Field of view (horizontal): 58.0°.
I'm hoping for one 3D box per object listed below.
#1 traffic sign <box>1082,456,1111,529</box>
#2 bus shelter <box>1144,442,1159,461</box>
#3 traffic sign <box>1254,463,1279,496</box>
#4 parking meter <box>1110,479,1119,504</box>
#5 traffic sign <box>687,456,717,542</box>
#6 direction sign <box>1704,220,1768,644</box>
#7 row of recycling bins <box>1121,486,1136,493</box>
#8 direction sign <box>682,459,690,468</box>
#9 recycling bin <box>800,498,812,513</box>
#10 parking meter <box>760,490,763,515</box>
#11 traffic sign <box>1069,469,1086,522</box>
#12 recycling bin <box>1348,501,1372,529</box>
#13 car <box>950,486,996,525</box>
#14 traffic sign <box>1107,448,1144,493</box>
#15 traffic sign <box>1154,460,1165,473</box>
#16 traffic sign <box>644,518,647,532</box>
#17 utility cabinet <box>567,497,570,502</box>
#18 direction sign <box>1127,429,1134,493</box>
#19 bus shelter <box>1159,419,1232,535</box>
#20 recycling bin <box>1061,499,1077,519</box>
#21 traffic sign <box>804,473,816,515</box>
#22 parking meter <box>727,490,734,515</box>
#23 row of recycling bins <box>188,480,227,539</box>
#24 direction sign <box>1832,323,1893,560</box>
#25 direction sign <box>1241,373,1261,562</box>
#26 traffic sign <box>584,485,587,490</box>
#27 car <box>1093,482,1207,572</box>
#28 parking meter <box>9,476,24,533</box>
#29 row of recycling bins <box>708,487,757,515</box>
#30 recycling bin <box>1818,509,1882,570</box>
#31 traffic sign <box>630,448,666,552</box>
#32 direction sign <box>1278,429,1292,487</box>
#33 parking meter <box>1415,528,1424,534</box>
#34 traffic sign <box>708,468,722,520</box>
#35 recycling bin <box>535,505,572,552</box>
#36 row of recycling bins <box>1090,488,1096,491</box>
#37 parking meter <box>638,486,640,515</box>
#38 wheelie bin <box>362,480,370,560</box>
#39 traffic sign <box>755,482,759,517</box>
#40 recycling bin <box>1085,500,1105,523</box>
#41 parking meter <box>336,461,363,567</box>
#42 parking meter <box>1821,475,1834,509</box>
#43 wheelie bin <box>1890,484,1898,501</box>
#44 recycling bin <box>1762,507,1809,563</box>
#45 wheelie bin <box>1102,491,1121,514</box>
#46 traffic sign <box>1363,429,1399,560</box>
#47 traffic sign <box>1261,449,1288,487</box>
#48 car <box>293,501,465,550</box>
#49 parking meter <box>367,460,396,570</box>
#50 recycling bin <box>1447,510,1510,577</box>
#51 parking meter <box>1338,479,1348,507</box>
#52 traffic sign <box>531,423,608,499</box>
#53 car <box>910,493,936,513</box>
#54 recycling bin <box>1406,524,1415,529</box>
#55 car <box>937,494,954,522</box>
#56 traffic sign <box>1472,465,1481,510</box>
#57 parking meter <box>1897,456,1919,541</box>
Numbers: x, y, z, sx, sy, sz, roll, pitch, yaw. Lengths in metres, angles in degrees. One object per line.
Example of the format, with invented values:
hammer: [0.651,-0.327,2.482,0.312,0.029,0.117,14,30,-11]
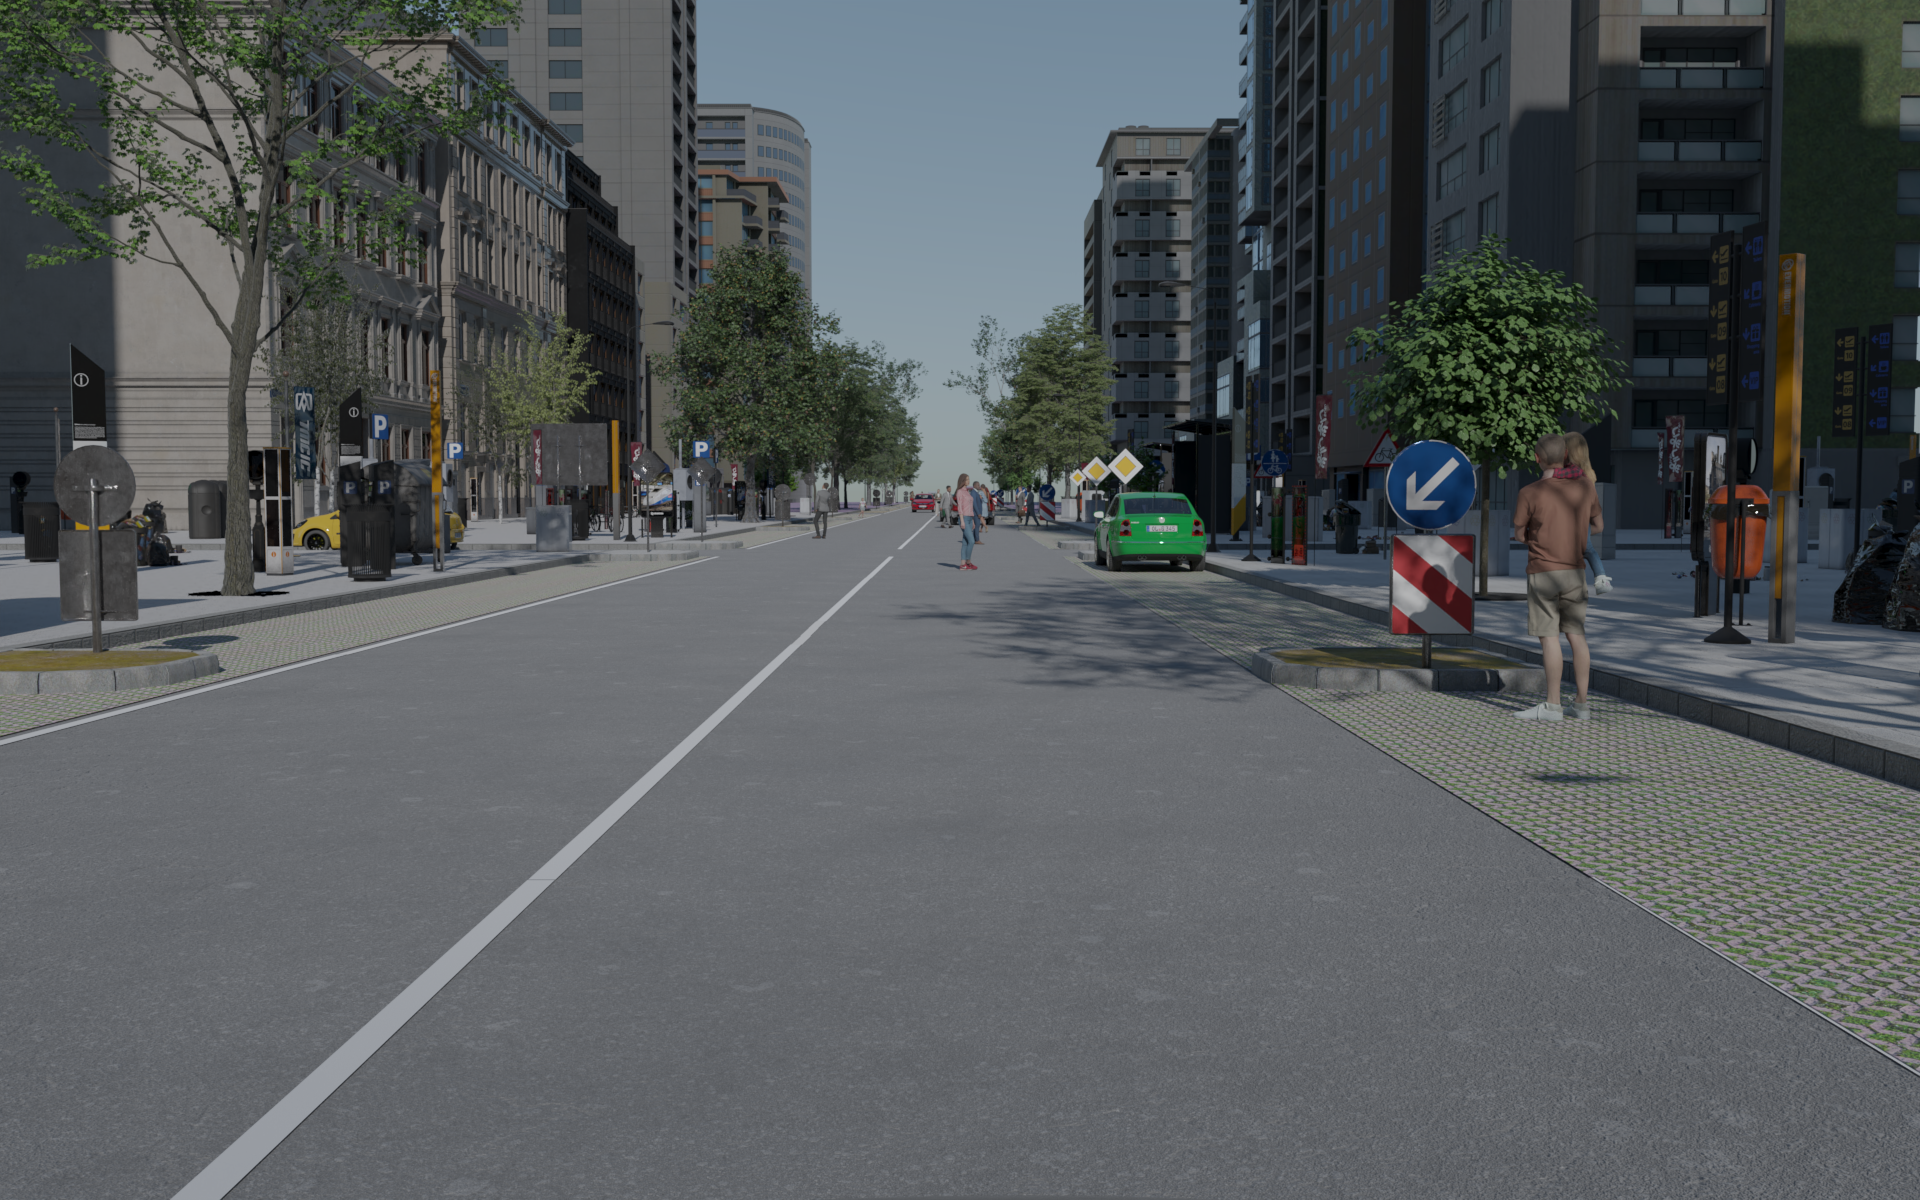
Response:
traffic sign: [3.626,-2.594,46.057,0.795,2.450,0.064,0,3,0]
bus shelter: [9.533,-5.495,81.132,1.731,3.624,6.357,0,3,0]
traffic sign: [10.177,-3.532,57.746,0.884,2.594,0.081,0,4,8]
parking meter: [5.823,-3.641,65.245,0.255,1.863,0.399,2,4,25]
traffic sign: [-6.869,-2.595,46.071,0.795,2.450,0.064,0,3,0]
direction sign: [6.630,-1.398,14.854,0.379,3.537,0.876,0,4,-5]
row of recycling bins: [8.594,-5.139,91.132,1.069,1.692,3.534,1,4,20]
direction sign: [-13.644,-5.746,85.949,0.379,3.537,0.876,-3,4,-39]
recycling bin: [-10.216,-6.249,114.730,0.722,1.027,0.722,0,4,-1]
parking meter: [-12.064,-5.983,106.232,0.372,1.533,0.369,0,3,0]
traffic sign: [5.392,-4.781,79.350,0.795,2.450,0.064,1,4,9]
recycling bin: [14.576,-3.094,63.140,0.722,1.027,0.722,2,4,26]
car: [0.551,-4.425,81.023,2.281,1.827,5.304,0,4,-1]
traffic sign: [3.631,-2.106,38.072,0.795,2.450,0.064,0,3,0]
traffic sign: [7.312,-3.967,64.964,0.768,2.556,0.104,0,4,2]
traffic sign: [-10.683,-3.587,58.748,0.768,2.556,0.104,0,4,2]
utility cabinet: [-11.698,-2.457,51.338,0.306,1.237,1.020,-1,4,-14]
direction sign: [5.951,-4.184,60.410,0.379,3.537,0.876,0,4,-8]
bus shelter: [7.948,-4.057,57.616,1.731,3.624,6.357,0,3,0]
recycling bin: [5.817,-4.802,91.068,0.722,1.027,0.722,-3,5,-40]
traffic sign: [-9.014,-6.357,104.042,0.768,2.556,0.104,0,4,4]
parking meter: [-14.063,-5.974,106.083,0.372,1.533,0.369,0,3,0]
row of recycling bins: [-21.855,-2.679,50.917,1.069,1.692,3.534,-1,4,-11]
direction sign: [12.172,-1.923,23.433,0.379,3.537,0.876,-1,4,-23]
direction sign: [5.567,-2.508,33.005,0.379,3.537,0.876,0,4,-6]
traffic sign: [-11.910,-3.362,55.072,0.768,2.556,0.104,0,4,6]
car: [3.585,-1.490,33.156,1.959,1.807,4.718,0,4,-1]
parking meter: [-30.903,-3.123,56.780,0.399,1.863,0.255,2,4,26]
row of recycling bins: [-14.529,-6.367,111.217,3.534,1.692,1.069,-3,5,-39]
recycling bin: [15.210,-1.043,29.603,0.722,1.027,0.722,0,4,-5]
traffic sign: [-6.863,-2.107,38.086,0.795,2.450,0.064,0,3,0]
direction sign: [11.368,-4.198,60.629,0.379,3.537,0.876,-1,4,-21]
parking meter: [14.625,-3.013,54.975,0.399,1.863,0.255,1,4,23]
traffic sign: [-12.007,-5.161,84.483,0.768,2.556,0.104,0,4,8]
recycling bin: [-9.062,-1.596,38.655,0.722,1.027,0.722,0,4,-7]
row of recycling bins: [8.158,-5.804,102.013,1.069,1.692,3.534,0,4,-1]
parking meter: [-19.260,-6.003,103.862,0.399,1.863,0.255,1,4,17]
wheelie bin: [-11.502,-1.576,33.673,0.693,1.594,0.980,0,4,-6]
traffic sign: [-11.069,-5.804,94.896,0.884,2.594,0.081,0,4,7]
recycling bin: [5.961,-3.906,76.412,0.722,1.027,0.722,-1,4,-14]
parking meter: [-10.796,-1.523,30.620,0.399,1.863,0.255,-2,4,-25]
parking meter: [27.117,-2.965,54.183,0.399,1.863,0.255,-3,5,-39]
wheelie bin: [28.207,-2.679,51.709,0.980,1.594,0.693,-1,4,-14]
recycling bin: [15.372,-1.218,32.463,0.722,1.027,0.722,0,4,-4]
wheelie bin: [7.000,-4.407,79.963,0.980,1.594,0.693,2,4,34]
traffic sign: [8.315,-2.068,33.814,0.884,2.594,0.081,0,4,6]
traffic sign: [8.954,-3.011,49.332,0.768,2.556,0.104,0,4,6]
car: [-14.047,-1.929,41.771,3.980,1.641,2.015,0,4,2]
parking meter: [-9.820,-1.449,29.397,0.399,1.863,0.255,-3,4,-38]
recycling bin: [8.161,-0.900,27.277,0.722,1.027,0.722,-3,5,-39]
parking meter: [14.622,-3.698,66.181,0.255,1.863,0.399,-1,4,-17]
traffic sign: [-11.268,-3.428,49.920,2.265,3.308,0.079,0,4,6]
car: [-2.812,-7.744,135.657,2.155,1.783,4.494,0,4,2]
recycling bin: [16.577,-3.153,64.109,0.722,1.027,0.722,2,4,23]
car: [-0.147,-4.813,90.489,2.131,1.459,4.920,0,4,-1]
traffic sign: [8.519,-1.686,28.749,0.795,2.450,0.064,0,4,4]
parking meter: [14.779,-1.295,26.876,0.255,1.863,0.399,-1,4,-21]
